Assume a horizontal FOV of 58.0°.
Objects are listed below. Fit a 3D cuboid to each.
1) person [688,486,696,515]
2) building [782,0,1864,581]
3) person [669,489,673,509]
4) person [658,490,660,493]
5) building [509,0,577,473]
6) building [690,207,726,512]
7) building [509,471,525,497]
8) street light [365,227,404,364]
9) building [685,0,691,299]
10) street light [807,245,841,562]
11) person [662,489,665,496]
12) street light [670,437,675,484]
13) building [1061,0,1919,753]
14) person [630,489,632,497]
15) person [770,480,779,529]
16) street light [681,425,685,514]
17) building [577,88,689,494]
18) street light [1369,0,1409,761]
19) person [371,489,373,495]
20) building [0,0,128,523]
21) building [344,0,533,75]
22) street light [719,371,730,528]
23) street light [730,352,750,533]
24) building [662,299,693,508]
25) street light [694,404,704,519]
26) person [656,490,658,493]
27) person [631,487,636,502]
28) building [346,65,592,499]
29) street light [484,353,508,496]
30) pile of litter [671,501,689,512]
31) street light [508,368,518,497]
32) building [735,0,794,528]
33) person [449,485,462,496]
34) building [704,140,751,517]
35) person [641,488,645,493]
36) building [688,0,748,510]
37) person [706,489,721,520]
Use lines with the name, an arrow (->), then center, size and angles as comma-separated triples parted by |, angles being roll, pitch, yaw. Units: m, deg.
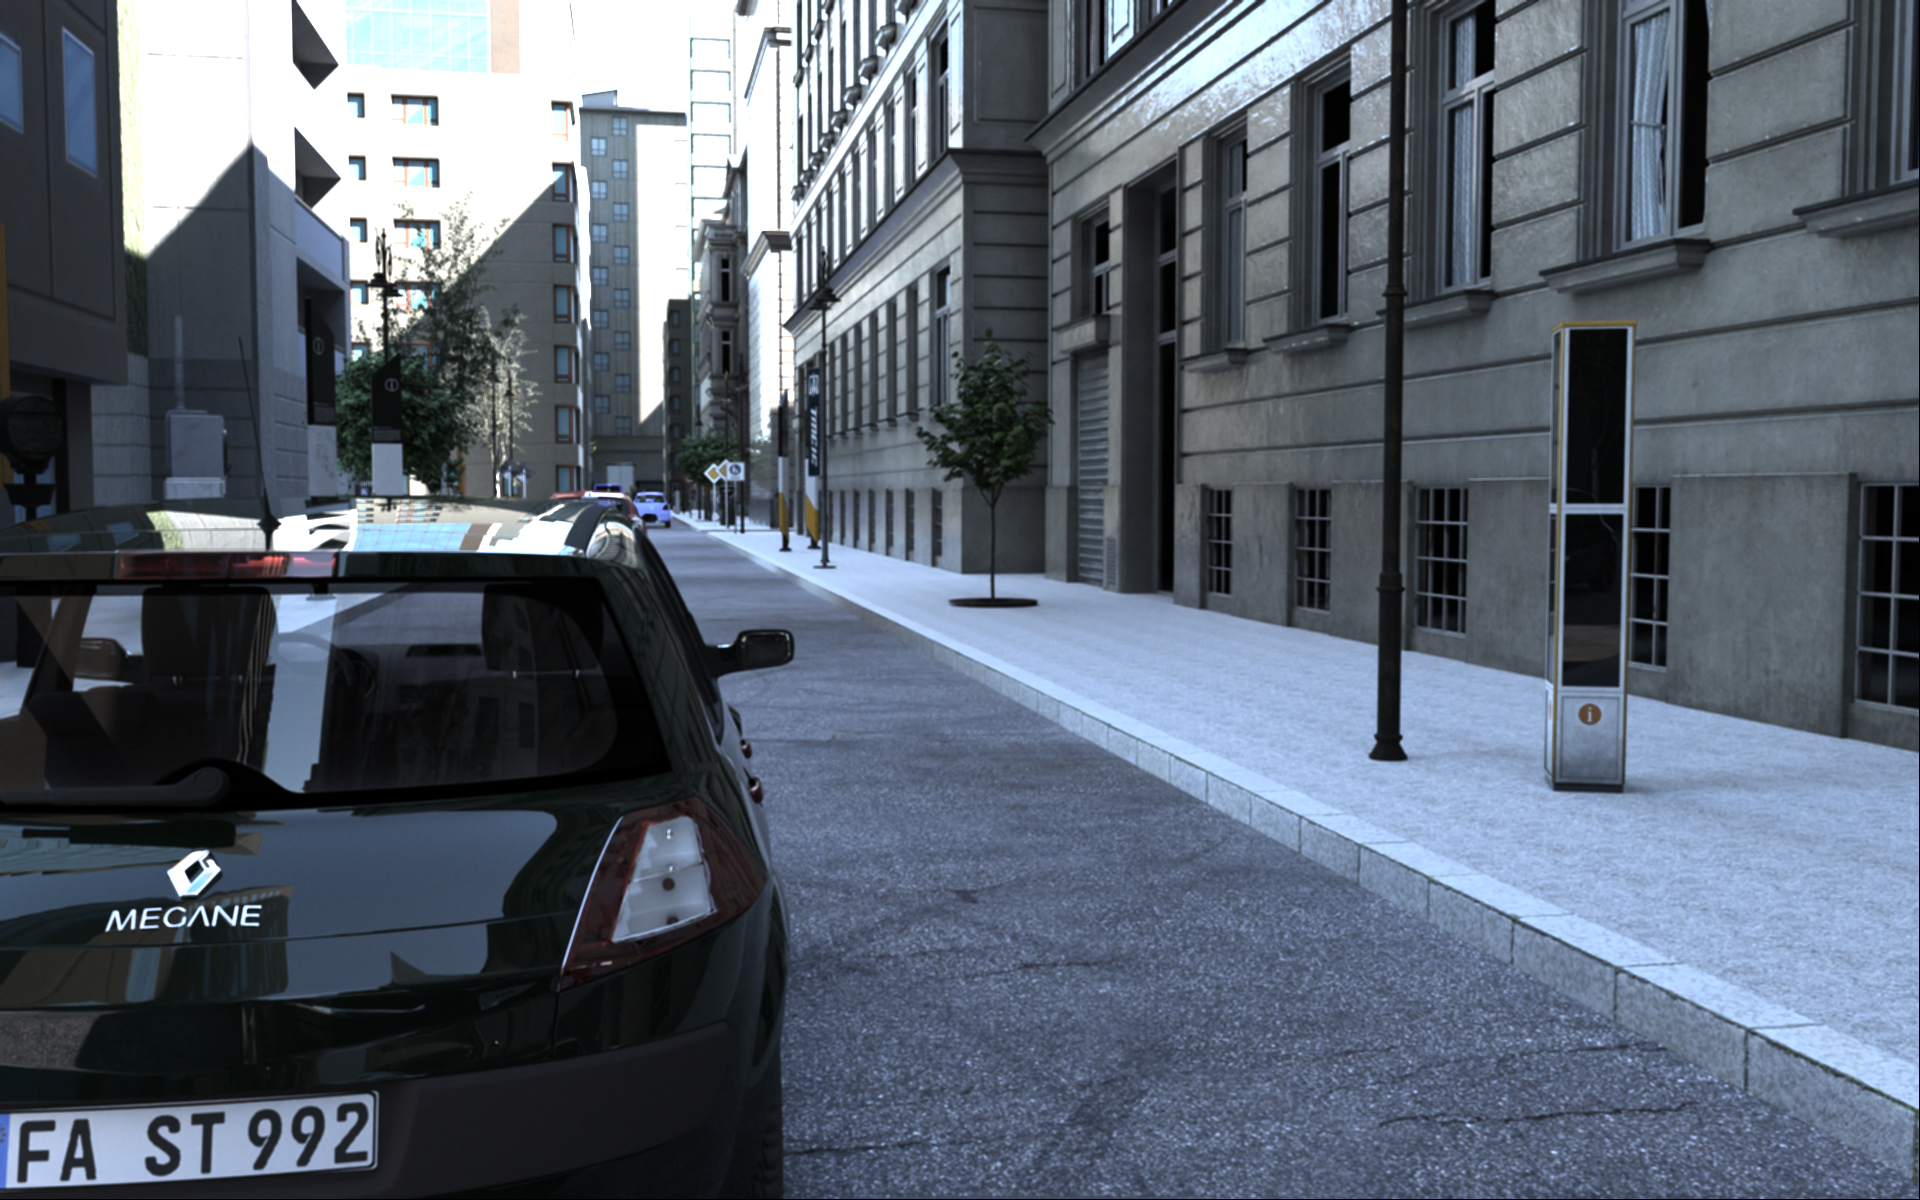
person -> -16.849, -6.286, 108.796 | 0.580, 1.828, 0.573 | 2, 4, 29
building -> 4.471, -12.786, 42.334 | 16.112, 22.955, 30.059 | -1, 4, -11
person -> -24.154, -8.409, 144.245 | 0.721, 1.735, 1.217 | -1, 4, -12
person -> -36.971, -12.583, 212.326 | 0.434, 1.755, 0.990 | -2, 4, -26
building -> -43.146, -31.895, 145.177 | 21.300, 48.544, 21.600 | -1, 4, -11
building -> -14.187, -18.404, 129.777 | 11.050, 23.489, 19.941 | -1, 4, -11
building -> -57.338, -27.702, 224.635 | 14.107, 30.474, 14.160 | -1, 4, -11
street light -> -10.006, -3.514, 30.242 | 0.468, 5.910, 1.993 | -1, 4, -11
building -> -22.144, -54.114, 197.434 | 22.319, 86.520, 31.000 | -1, 4, -11
street light -> -2.540, -3.648, 32.425 | 0.468, 5.910, 1.993 | -1, 4, -11
person -> -31.590, -10.893, 184.231 | 1.350, 1.814, 0.705 | 2, 4, 34
street light -> -22.742, -10.064, 137.341 | 0.468, 5.910, 1.993 | -1, 4, -11
building -> 11.111, -10.995, 13.056 | 16.112, 22.955, 30.059 | -1, 4, -11
person -> -21.922, -6.520, 115.308 | 0.583, 1.804, 0.606 | -2, 4, -29
person -> -6.736, -3.561, 64.073 | 0.447, 1.846, 0.655 | 3, 5, 43
street light -> -18.120, -8.604, 113.457 | 0.468, 5.910, 1.993 | -1, 4, -11
building -> -37.883, -39.505, 235.147 | 27.495, 52.752, 28.713 | -1, 4, -11
street light -> 2.076, -2.167, 8.221 | 0.468, 5.910, 1.993 | -1, 4, -11
person -> -21.401, -3.525, 63.801 | 0.709, 1.813, 0.853 | 0, 4, -7
building -> -16.340, -22.209, 13.233 | 14.600, 45.320, 14.200 | -1, 4, -11
building -> -35.106, -28.280, 112.488 | 14.600, 45.320, 14.200 | -1, 4, -11
street light -> -8.741, -5.637, 64.958 | 0.468, 5.910, 1.993 | -1, 4, -11
street light -> -7.095, -5.109, 56.322 | 0.468, 5.910, 1.993 | -1, 4, -11
building -> -14.904, -19.897, 170.349 | 27.650, 21.520, 28.899 | -1, 4, -11
street light -> -13.420, -7.114, 89.096 | 0.468, 5.910, 1.993 | -1, 4, -11
person -> -34.726, -11.714, 198.500 | 0.436, 1.711, 0.756 | -1, 4, -23
person -> -16.507, -4.767, 86.652 | 0.699, 1.804, 1.509 | 1, 4, 19
building -> -32.303, -14.598, 83.718 | 27.650, 21.520, 28.899 | -1, 4, -11
street light -> -14.571, -4.980, 54.203 | 0.468, 5.910, 1.993 | -1, 4, -11
pile of litter -> -20.415, -6.900, 126.780 | 1.719, 0.858, 1.176 | 3, 5, 44
street light -> -16.395, -5.534, 63.273 | 0.468, 5.910, 1.993 | -1, 4, -11
building -> 3.625, -16.848, 72.722 | 25.104, 27.353, 12.463 | -1, 4, -11
person -> -12.840, -2.183, 44.323 | 0.523, 1.515, 0.503 | 3, 5, 44
building -> -7.844, -17.376, 103.177 | 14.460, 24.649, 34.723 | -1, 4, -11
person -> -16.977, -5.109, 92.781 | 0.466, 1.731, 0.760 | 2, 4, 30
building -> -15.924, -28.386, 147.708 | 14.154, 41.232, 14.086 | -1, 4, -11
person -> -12.137, -4.851, 85.637 | 0.850, 1.792, 0.678 | -1, 4, -11
